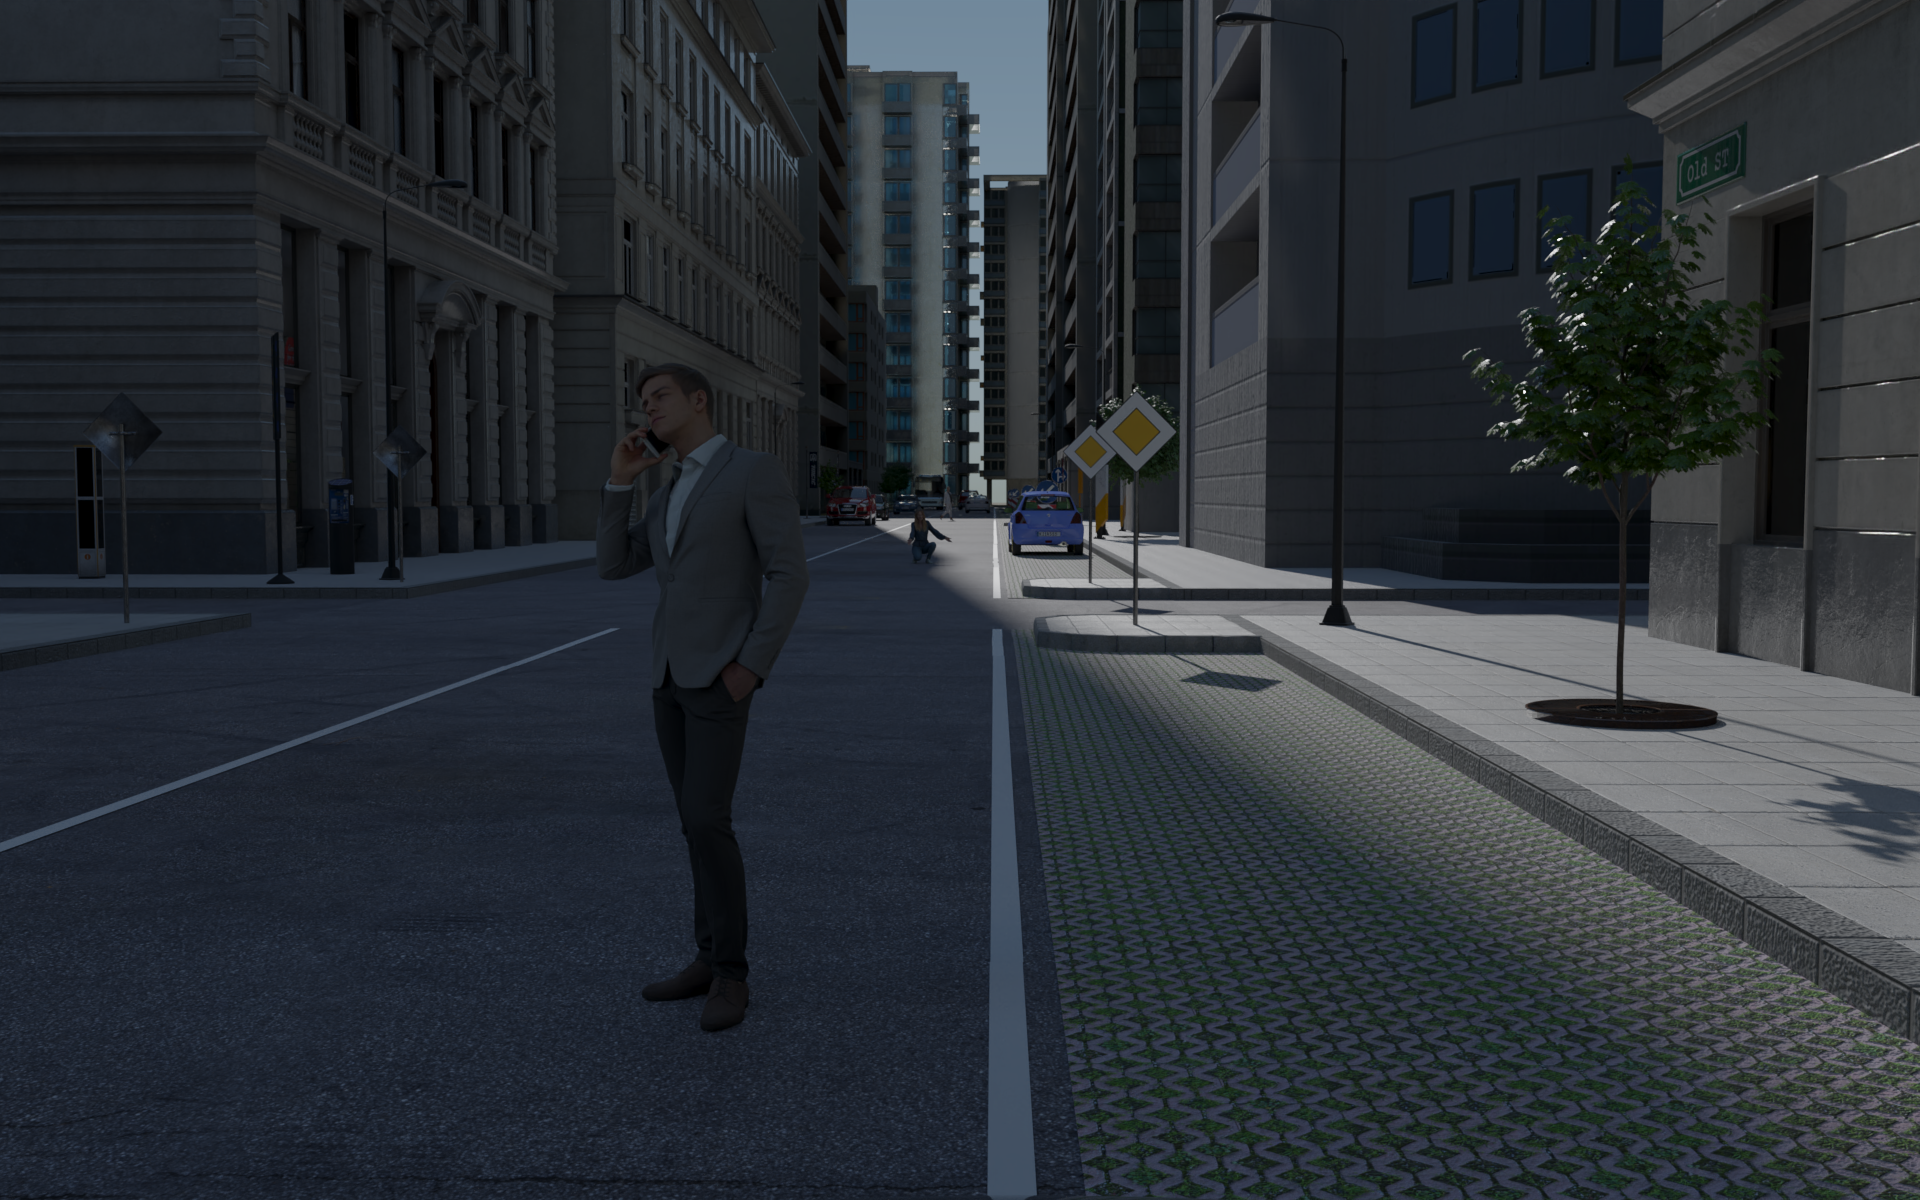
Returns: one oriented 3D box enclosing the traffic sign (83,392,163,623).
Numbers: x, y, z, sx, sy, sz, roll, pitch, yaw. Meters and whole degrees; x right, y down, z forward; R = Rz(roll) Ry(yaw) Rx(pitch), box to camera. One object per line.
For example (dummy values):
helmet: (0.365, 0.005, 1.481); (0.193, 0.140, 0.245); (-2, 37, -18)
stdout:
traffic sign: (-8.275, -0.826, 17.144); (0.795, 2.450, 0.064); (0, 4, 1)

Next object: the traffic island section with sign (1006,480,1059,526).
traffic island section with sign: (2.400, -2.542, 50.194); (1.989, 1.847, 2.006); (0, 4, 1)

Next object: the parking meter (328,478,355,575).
parking meter: (-9.888, -1.179, 27.686); (0.372, 1.533, 0.369); (0, 3, 0)

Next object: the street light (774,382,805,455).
street light: (-7.106, -6.069, 71.762); (1.470, 5.913, 1.316); (0, 4, 1)

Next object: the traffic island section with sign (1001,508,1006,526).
traffic island section with sign: (2.941, -4.191, 77.144); (1.989, 1.847, 2.006); (0, 4, 1)

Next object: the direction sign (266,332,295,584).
direction sign: (-9.718, -1.998, 24.667); (0.379, 3.537, 0.876); (-2, 4, -26)

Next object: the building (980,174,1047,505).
building: (14.305, -31.049, 199.524); (23.993, 40.220, 32.217); (0, 4, 1)

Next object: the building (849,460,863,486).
building: (-18.016, -42.390, 131.330); (20.563, 71.187, 20.611); (0, 4, 1)

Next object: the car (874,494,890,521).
car: (-4.822, -5.197, 94.754); (2.009, 1.686, 4.222); (0, 4, 1)

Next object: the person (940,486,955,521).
person: (-0.685, -5.190, 93.232); (0.818, 1.842, 0.514); (1, 4, 15)

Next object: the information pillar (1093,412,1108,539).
information pillar: (4.034, -3.546, 49.326); (0.183, 3.616, 0.504); (-2, 4, -34)

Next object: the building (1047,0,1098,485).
building: (17.736, -31.190, 133.665); (21.300, 48.544, 21.600); (0, 4, 1)

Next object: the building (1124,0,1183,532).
building: (12.993, -17.884, 64.105); (14.160, 30.474, 14.107); (0, 4, 1)

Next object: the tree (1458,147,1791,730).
tree: (3.651, -0.931, 9.829); (1.663, 3.219, 1.824); (0, 3, 0)

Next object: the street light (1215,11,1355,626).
street light: (3.161, -2.710, 16.849); (1.470, 5.913, 1.316); (0, 4, 1)

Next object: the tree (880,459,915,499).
tree: (-5.890, -11.016, 163.821); (4.285, 4.588, 4.351); (0, 3, 0)

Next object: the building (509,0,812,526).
building: (-13.867, -15.735, 86.150); (11.050, 23.489, 19.941); (0, 4, 1)

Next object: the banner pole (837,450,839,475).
banner pole: (-6.953, -6.644, 98.646); (0.401, 3.779, 0.863); (0, 4, 2)

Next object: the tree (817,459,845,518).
tree: (-7.037, -6.111, 94.521); (1.663, 3.219, 1.824); (0, 3, 0)

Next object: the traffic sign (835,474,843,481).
traffic sign: (-6.820, -5.791, 95.864); (0.795, 2.450, 0.064); (0, 4, 2)

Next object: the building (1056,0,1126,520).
building: (15.644, -39.748, 88.127); (20.563, 71.187, 20.611); (0, 4, 1)

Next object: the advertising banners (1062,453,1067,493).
advertising banners: (4.456, -4.748, 73.815); (0.090, 3.025, 2.074); (0, 4, -1)

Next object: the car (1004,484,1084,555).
car: (2.026, -1.952, 41.508); (1.945, 1.707, 3.694); (0, 4, 0)

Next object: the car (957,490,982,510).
car: (0.891, -9.085, 157.220); (2.281, 1.827, 5.304); (0, 4, 2)

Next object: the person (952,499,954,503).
person: (-0.908, -8.211, 146.004); (1.065, 1.426, 0.557); (3, 5, 40)

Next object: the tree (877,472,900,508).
tree: (-6.357, -9.927, 156.902); (1.663, 3.219, 1.824); (0, 3, 0)

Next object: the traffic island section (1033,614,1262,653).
traffic island section: (1.740, 0.323, 17.004); (2.009, 0.180, 2.903); (0, 4, 1)

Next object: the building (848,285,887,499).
building: (-22.142, -19.367, 161.687); (28.899, 21.520, 27.650); (0, 4, 1)

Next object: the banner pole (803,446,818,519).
banner pole: (-7.740, -6.103, 89.805); (0.863, 3.779, 0.401); (1, 4, 23)

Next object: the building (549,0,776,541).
building: (-16.348, -13.938, 61.166); (16.112, 22.955, 30.059); (0, 4, 1)

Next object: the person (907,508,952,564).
person: (-0.672, -1.326, 35.680); (1.012, 1.151, 0.738); (-1, 4, -14)

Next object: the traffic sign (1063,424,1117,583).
traffic sign: (1.874, -1.301, 24.910); (0.795, 2.450, 0.064); (0, 4, 1)

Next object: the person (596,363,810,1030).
person: (-0.729, 0.234, 4.850); (0.473, 1.802, 0.592); (-2, 4, -32)

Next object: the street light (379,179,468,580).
street light: (-7.964, -3.253, 25.734); (1.470, 5.913, 1.316); (0, 4, 1)

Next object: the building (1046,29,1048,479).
building: (15.719, -31.603, 166.820); (14.600, 45.320, 14.200); (0, 4, 1)

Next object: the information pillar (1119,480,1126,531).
information pillar: (5.635, -4.186, 59.790); (0.183, 3.616, 0.504); (1, 4, 20)

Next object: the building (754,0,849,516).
building: (-18.716, -29.801, 110.941); (21.300, 48.544, 21.600); (0, 4, 1)

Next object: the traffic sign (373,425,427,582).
traffic sign: (-8.117, -1.314, 25.128); (0.795, 2.450, 0.064); (0, 4, 1)

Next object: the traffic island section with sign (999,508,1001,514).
traffic island section with sign: (3.925, -7.223, 126.722); (1.989, 1.847, 2.006); (0, 4, 1)

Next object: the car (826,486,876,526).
car: (-4.969, -4.341, 79.647); (2.281, 1.827, 5.304); (0, 4, 1)

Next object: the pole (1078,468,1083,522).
pole: (4.999, -4.771, 71.847); (0.158, 3.312, 0.155); (0, 3, 0)

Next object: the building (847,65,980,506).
building: (-12.991, -35.275, 196.361); (30.456, 49.044, 23.786); (0, 4, 1)

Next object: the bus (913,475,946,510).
bus: (-2.749, -9.966, 157.803); (2.948, 3.499, 13.247); (0, 4, -1)

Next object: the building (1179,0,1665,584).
building: (19.370, -29.998, 32.460); (28.212, 58.520, 21.231); (0, 4, 1)

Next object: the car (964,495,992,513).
car: (1.339, -7.169, 129.578); (2.083, 1.381, 4.827); (0, 4, 1)

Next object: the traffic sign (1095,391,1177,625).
traffic sign: (1.717, -0.812, 16.927); (0.795, 2.450, 0.064); (0, 4, 1)

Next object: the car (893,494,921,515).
car: (-3.740, -6.784, 122.921); (2.014, 1.417, 4.499); (0, 4, 3)

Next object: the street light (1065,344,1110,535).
street light: (3.948, -4.971, 53.822); (1.470, 5.913, 1.316); (0, 4, 1)

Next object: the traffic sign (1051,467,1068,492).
traffic sign: (4.724, -5.024, 82.248); (0.768, 2.556, 0.104); (1, 4, 9)

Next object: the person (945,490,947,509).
person: (-1.302, -9.999, 171.981); (0.705, 1.824, 1.348); (2, 4, 27)

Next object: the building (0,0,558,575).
building: (-15.644, -12.679, 36.177); (11.050, 23.489, 19.941); (0, 4, 1)

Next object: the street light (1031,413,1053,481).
street light: (4.754, -7.751, 99.272); (1.470, 5.913, 1.316); (0, 4, 1)

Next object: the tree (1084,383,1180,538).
tree: (5.237, -4.137, 51.361); (4.285, 4.588, 4.351); (0, 3, 0)

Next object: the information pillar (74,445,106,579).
information pillar: (-13.165, -1.328, 26.212); (0.304, 2.012, 0.304); (0, 4, -5)

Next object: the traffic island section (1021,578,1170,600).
traffic island section: (1.898, -0.166, 24.987); (2.009, 0.180, 2.903); (0, 4, 1)
